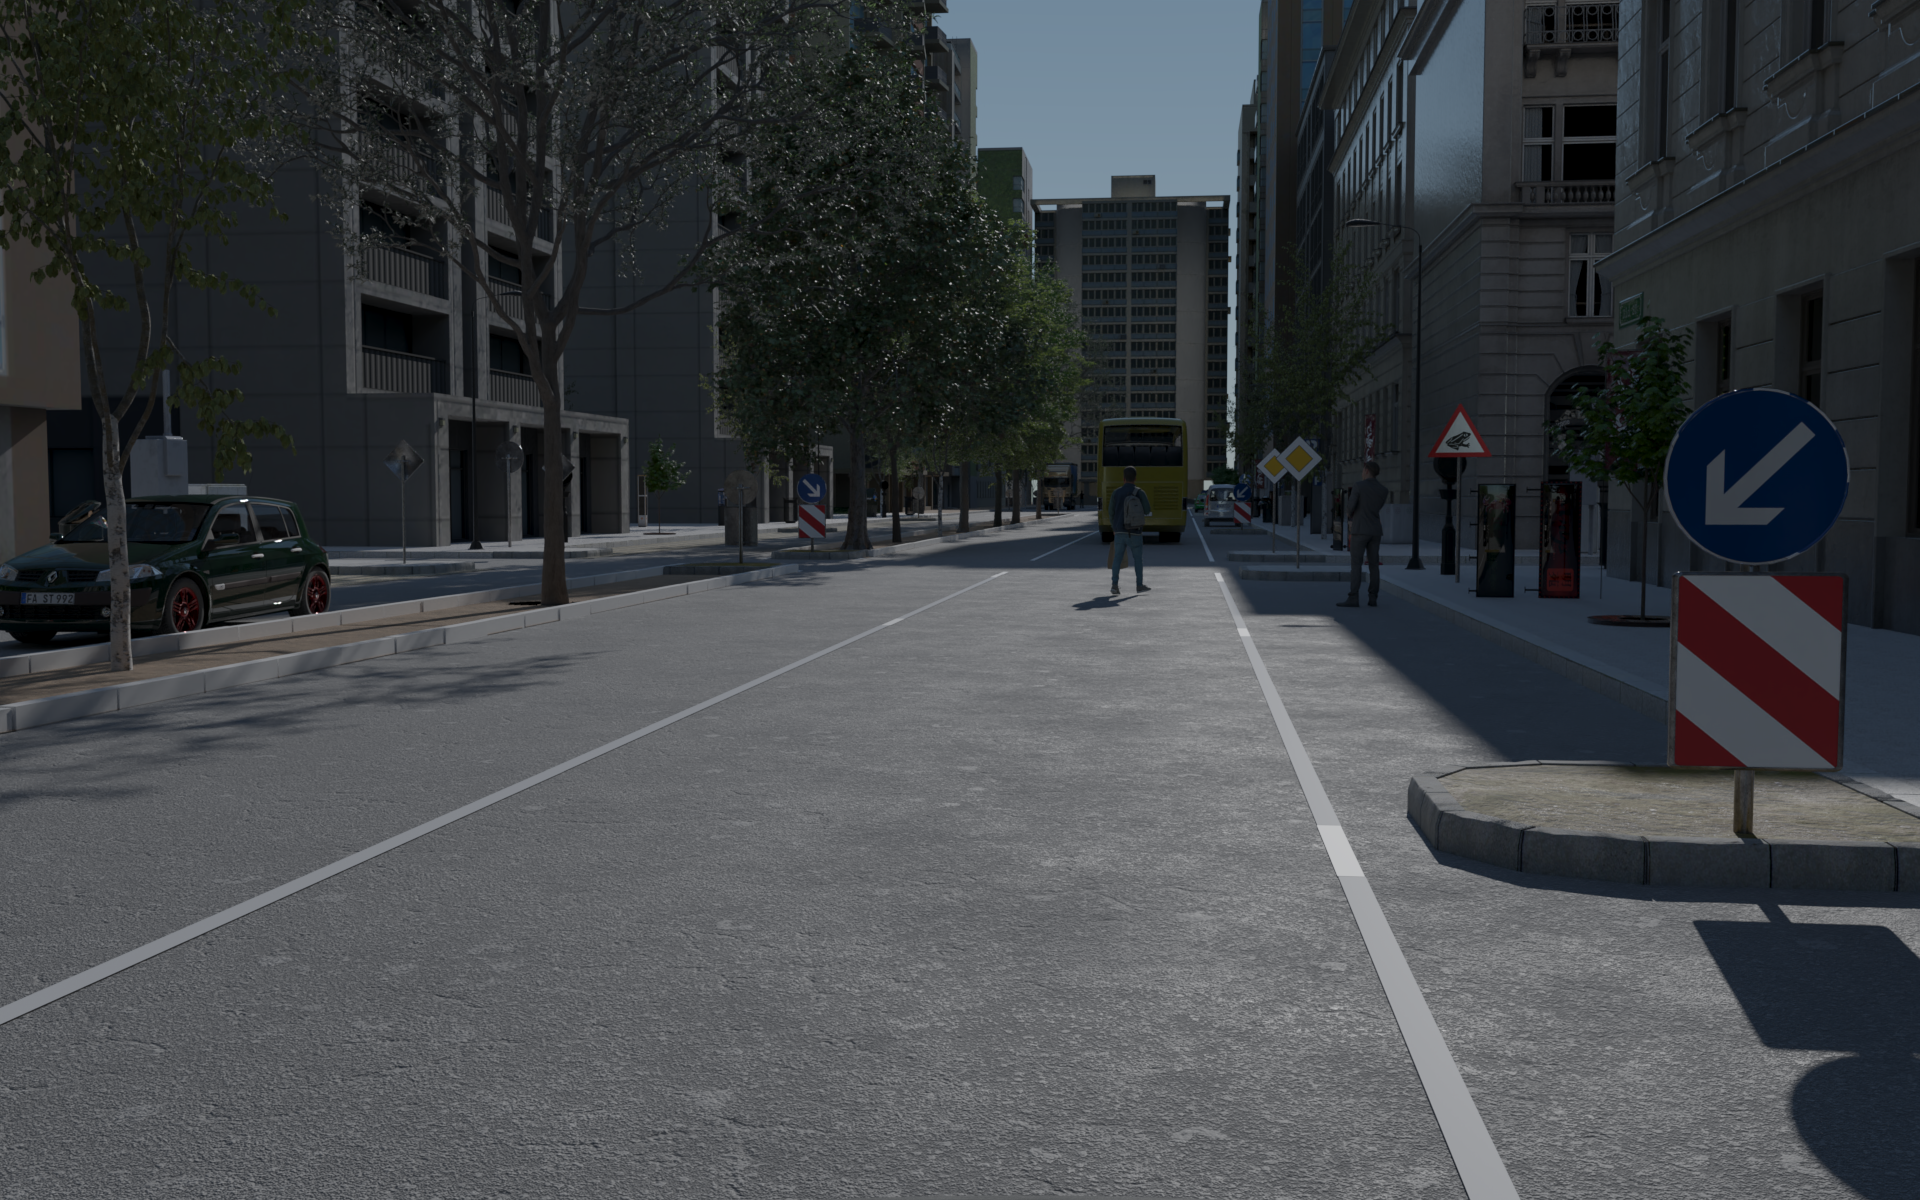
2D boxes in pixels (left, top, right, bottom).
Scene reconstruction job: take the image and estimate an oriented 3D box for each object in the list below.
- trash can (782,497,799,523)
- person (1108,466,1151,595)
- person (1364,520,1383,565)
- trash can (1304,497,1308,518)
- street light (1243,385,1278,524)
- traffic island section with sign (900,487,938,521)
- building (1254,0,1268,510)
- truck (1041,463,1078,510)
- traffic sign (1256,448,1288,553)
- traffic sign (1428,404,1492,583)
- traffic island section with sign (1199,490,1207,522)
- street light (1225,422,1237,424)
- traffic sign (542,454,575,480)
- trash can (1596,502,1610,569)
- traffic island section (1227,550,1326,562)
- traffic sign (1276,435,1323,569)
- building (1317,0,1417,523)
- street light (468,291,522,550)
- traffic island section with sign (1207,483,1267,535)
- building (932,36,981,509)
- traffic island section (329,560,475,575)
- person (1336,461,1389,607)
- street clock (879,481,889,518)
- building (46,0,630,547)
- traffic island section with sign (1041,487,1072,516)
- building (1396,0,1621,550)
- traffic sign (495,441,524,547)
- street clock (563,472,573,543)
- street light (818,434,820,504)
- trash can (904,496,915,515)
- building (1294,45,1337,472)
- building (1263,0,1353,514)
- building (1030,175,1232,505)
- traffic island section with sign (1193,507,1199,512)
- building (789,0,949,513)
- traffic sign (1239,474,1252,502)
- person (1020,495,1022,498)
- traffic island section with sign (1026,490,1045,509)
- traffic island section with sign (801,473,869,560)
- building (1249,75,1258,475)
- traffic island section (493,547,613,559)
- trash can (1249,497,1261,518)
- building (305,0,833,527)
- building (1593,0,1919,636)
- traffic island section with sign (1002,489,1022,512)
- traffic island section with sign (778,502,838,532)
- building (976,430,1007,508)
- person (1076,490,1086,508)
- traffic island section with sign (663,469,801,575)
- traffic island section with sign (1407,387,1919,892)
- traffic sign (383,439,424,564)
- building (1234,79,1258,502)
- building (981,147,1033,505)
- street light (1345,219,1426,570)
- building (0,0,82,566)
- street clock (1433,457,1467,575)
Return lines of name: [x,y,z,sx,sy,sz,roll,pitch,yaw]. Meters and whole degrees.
trash can: [-7.462,-3.951,76.246,0.748,1.137,0.748,0,3,0]
person: [2.354,-0.984,24.577,0.794,1.824,0.713,3,5,41]
person: [8.139,-1.578,34.315,0.388,1.821,0.555,3,4,38]
trash can: [18.256,-4.956,92.680,0.748,1.137,0.748,0,3,0]
street light: [12.913,-6.177,73.534,1.470,5.913,1.316,0,4,7]
traffic island section with sign: [-2.213,-5.100,92.016,1.989,1.847,2.006,0,4,7]
building: [32.042,-28.293,146.177,14.154,41.232,14.086,0,4,7]
truck: [9.076,-10.261,156.675,2.839,4.237,11.283,0,4,7]
traffic sign: [6.839,-2.084,37.716,0.795,2.450,0.064,0,4,7]
traffic sign: [7.204,-1.529,25.006,0.884,2.594,0.081,1,4,15]
traffic island section with sign: [13.532,-4.956,89.658,1.989,1.847,2.006,0,4,7]
street light: [17.779,-8.513,111.722,1.470,5.913,1.316,0,4,7]
traffic sign: [-9.221,-2.211,39.789,0.795,2.450,0.064,0,4,7]
trash can: [11.257,-1.098,29.601,0.748,1.137,0.748,0,3,0]
traffic island section: [6.864,-0.949,37.790,2.009,0.180,2.903,0,4,7]
traffic sign: [5.823,-1.600,29.796,0.795,2.450,0.064,0,4,7]
building: [23.932,-14.557,71.288,16.112,22.955,30.059,0,4,7]
street light: [-10.649,-4.113,39.789,1.470,5.913,1.316,0,4,7]
traffic island section with sign: [9.999,-3.276,62.190,1.989,1.847,2.006,0,4,7]
building: [-6.253,-28.631,151.708,14.154,41.232,14.086,0,4,7]
traffic island section: [-10.262,-0.590,31.934,2.009,0.180,2.903,0,4,7]
person: [5.125,-0.845,22.128,0.655,1.846,0.447,-2,4,-24]
street clock: [-4.085,-5.429,93.330,0.471,2.002,0.358,-2,4,-33]
building: [-21.500,-37.497,51.322,20.563,71.187,20.611,0,4,7]
traffic island section with sign: [6.378,-6.430,113.263,2.006,1.907,1.989,0,4,7]
building: [24.011,-12.331,43.418,24.055,21.916,13.314,0,4,7]
traffic sign: [-10.868,-2.547,41.745,0.768,2.556,0.104,1,4,14]
street clock: [-10.448,-2.515,45.687,0.471,2.002,0.358,-1,4,-14]
street light: [-5.803,-6.419,77.484,1.470,5.913,1.316,0,4,7]
trash can: [-3.016,-5.665,104.270,0.748,1.137,0.748,0,3,0]
building: [26.884,-18.651,98.455,14.314,27.812,24.014,0,4,7]
building: [28.154,-28.611,117.898,14.600,45.320,14.200,0,4,7]
building: [21.206,-31.916,213.715,23.993,40.220,32.217,0,4,7]
traffic island section with sign: [23.359,-9.646,166.334,1.989,1.847,2.006,0,4,7]
building: [-12.786,-29.089,130.226,22.147,44.769,28.867,0,4,7]
traffic sign: [17.888,-6.635,108.591,0.768,2.556,0.104,1,4,10]
person: [4.990,-8.254,144.930,0.593,1.643,0.415,3,5,41]
traffic island section with sign: [7.458,-9.716,167.485,1.989,1.847,2.006,0,4,7]
traffic island section with sign: [-3.174,-1.871,38.732,2.006,1.907,1.989,0,4,7]
building: [39.956,-33.506,167.425,23.786,49.044,30.456,0,4,7]
traffic island section: [-9.246,-1.075,39.854,2.009,0.180,2.903,0,4,7]
trash can: [16.146,-5.084,94.779,0.748,1.137,0.748,0,3,0]
building: [-17.264,-39.517,84.362,20.563,71.187,20.611,0,4,7]
building: [15.167,-13.910,3.850,17.030,29.872,44.131,0,4,7]
traffic island section with sign: [4.037,-8.081,140.747,1.989,1.847,2.006,0,4,7]
traffic island section with sign: [-5.677,-3.456,65.140,1.989,1.847,2.006,0,4,7]
building: [-10.985,-20.273,176.500,28.899,21.520,27.650,0,4,7]
person: [12.370,-10.215,175.531,1.348,1.822,0.705,2,4,30]
traffic island section with sign: [-4.126,-1.422,31.386,2.006,1.907,1.989,0,4,7]
traffic island section with sign: [2.959,0.085,7.244,1.989,1.847,2.006,0,4,7]
traffic sign: [-10.237,-1.726,31.869,0.795,2.450,0.064,0,4,7]
building: [43.493,-35.561,205.127,21.600,48.544,21.300,0,4,7]
building: [1.249,-32.061,207.785,14.086,41.232,14.154,0,4,7]
street light: [7.218,-3.477,29.388,1.470,5.913,1.316,0,4,7]
building: [-22.724,-22.748,22.040,14.200,45.320,14.600,0,4,7]
street clock: [7.756,-1.400,27.463,0.471,2.002,0.358,0,4,-3]
